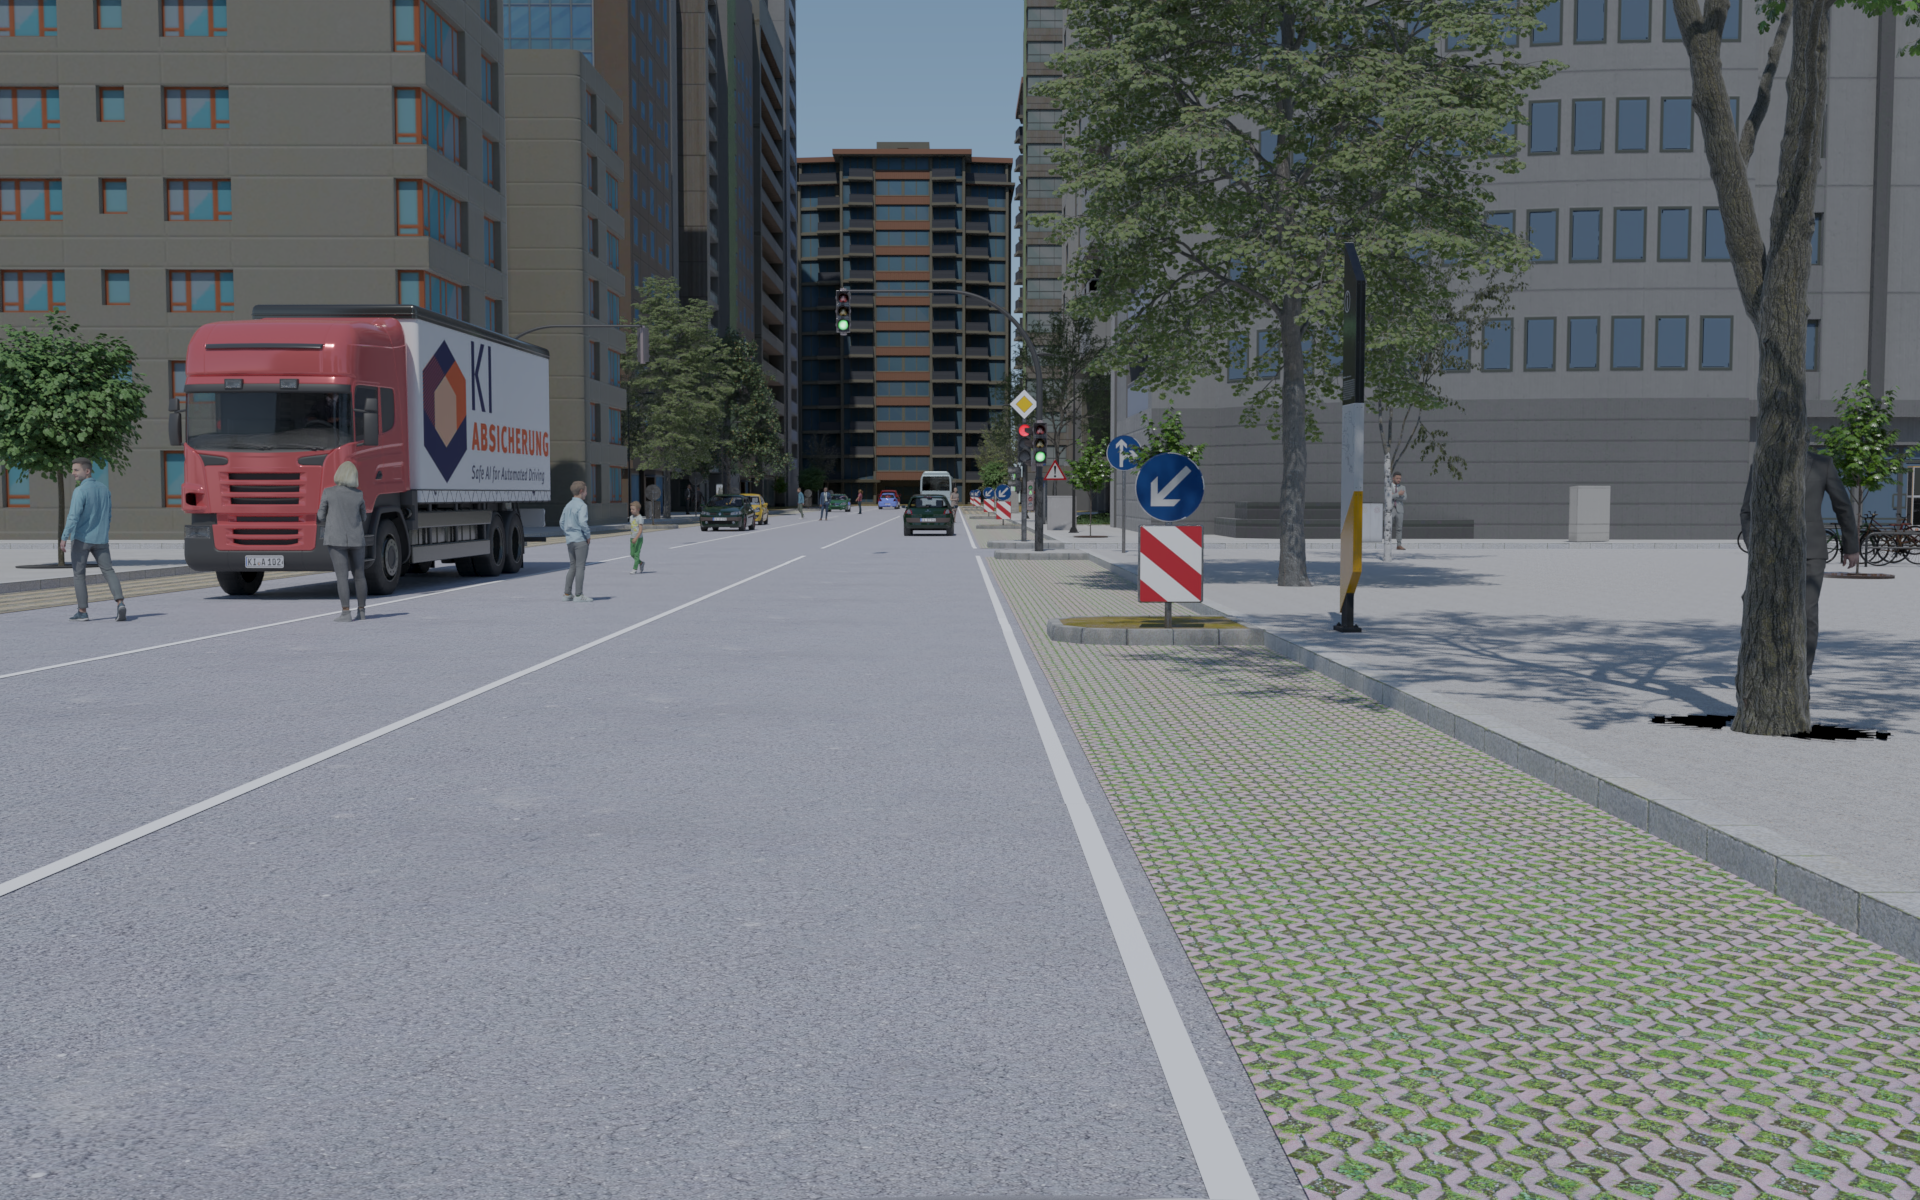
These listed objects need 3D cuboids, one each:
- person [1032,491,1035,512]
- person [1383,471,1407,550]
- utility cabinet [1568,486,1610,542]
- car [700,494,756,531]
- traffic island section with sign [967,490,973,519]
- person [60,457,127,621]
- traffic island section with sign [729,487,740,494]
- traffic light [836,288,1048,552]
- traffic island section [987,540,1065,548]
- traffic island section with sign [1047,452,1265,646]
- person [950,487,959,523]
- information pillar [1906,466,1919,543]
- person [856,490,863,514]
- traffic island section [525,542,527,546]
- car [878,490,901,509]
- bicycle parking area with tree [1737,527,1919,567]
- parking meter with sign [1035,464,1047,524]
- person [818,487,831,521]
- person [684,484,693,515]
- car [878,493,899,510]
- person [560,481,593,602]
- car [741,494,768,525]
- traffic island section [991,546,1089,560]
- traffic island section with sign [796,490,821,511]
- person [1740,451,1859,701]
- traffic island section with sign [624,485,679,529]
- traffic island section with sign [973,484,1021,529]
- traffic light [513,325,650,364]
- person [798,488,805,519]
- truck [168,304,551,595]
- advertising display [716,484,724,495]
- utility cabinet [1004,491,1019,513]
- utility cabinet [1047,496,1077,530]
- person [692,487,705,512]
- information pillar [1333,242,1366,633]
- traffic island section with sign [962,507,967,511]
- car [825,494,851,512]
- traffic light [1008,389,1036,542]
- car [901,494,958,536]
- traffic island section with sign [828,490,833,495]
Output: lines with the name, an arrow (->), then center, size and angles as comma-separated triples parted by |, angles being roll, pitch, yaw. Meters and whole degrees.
person -> 5.213, -7.295, 125.247 | 1.348, 1.831, 0.705 | 2, 4, 29
person -> 9.974, -2.044, 39.644 | 0.511, 1.800, 0.466 | -1, 4, -14
utility cabinet -> 16.827, -2.302, 46.318 | 1.173, 1.500, 0.318 | -2, 4, -26
car -> -9.086, -3.551, 67.850 | 2.009, 1.686, 4.222 | 0, 4, 1
traffic island section with sign -> 1.538, -5.557, 99.487 | 1.989, 1.847, 2.006 | 0, 4, 0
person -> -9.738, -0.677, 19.430 | 0.748, 1.841, 0.638 | 2, 4, 30
traffic island section with sign -> -12.777, -5.482, 98.257 | 1.989, 1.847, 2.006 | 0, 4, 0
traffic light -> -0.350, -3.904, 38.504 | 4.771, 5.953, 1.251 | 0, 4, 0
traffic island section -> 1.749, -1.497, 46.753 | 2.009, 0.180, 2.903 | 0, 4, 0
traffic island section with sign -> 1.882, -0.525, 17.209 | 1.989, 1.847, 2.006 | 0, 4, 0
person -> -0.264, -4.705, 85.763 | 0.599, 1.781, 0.374 | -2, 4, -32
information pillar -> 25.253, -2.527, 45.801 | 0.304, 2.012, 0.304 | 0, 4, 2
person -> -7.210, -6.992, 123.540 | 0.721, 1.743, 1.217 | 1, 4, 13
traffic island section -> -12.892, -1.493, 46.698 | 2.009, 0.180, 2.903 | 0, 4, 0
car -> -6.850, -9.717, 167.548 | 2.281, 1.827, 5.304 | 0, 4, -1
bicycle parking area with tree -> 19.577, -2.810, 32.946 | 9.016, 4.147, 8.231 | 2, 4, 28
parking meter with sign -> 3.479, -4.718, 73.401 | 0.543, 3.016, 1.738 | 1, 4, 11
person -> -7.327, -5.209, 93.850 | 0.721, 1.800, 0.419 | 0, 4, -5
person -> -16.937, -6.288, 108.212 | 0.474, 1.900, 0.648 | 0, 4, 6
car -> -6.690, -9.329, 162.124 | 1.945, 1.707, 3.694 | 0, 4, 1
person -> -5.067, -0.776, 22.994 | 0.330, 1.601, 0.589 | -3, 4, -36
car -> -9.911, -4.304, 80.588 | 2.015, 1.641, 3.980 | 0, 4, -1
traffic island section -> 1.782, -1.008, 38.768 | 2.009, 0.180, 2.903 | 0, 4, 0
traffic island section with sign -> -12.982, -8.552, 148.458 | 1.989, 1.847, 2.006 | 0, 4, 0
person -> 5.207, -0.306, 10.820 | 0.659, 1.850, 0.755 | 2, 4, 35
traffic island section with sign -> -12.662, -3.833, 71.302 | 1.989, 1.847, 2.006 | 0, 4, 0
traffic island section with sign -> 1.658, -3.836, 71.351 | 1.989, 1.847, 2.006 | 0, 4, 0
traffic light -> -10.761, -4.400, 46.607 | 4.771, 5.953, 1.251 | 0, 4, 0
person -> -9.077, -5.517, 99.045 | 0.444, 1.785, 0.601 | -1, 4, -10
truck -> -9.200, -2.386, 27.927 | 2.839, 4.237, 11.283 | 0, 4, 1
advertising display -> -15.061, -6.337, 108.820 | 0.123, 1.923, 0.974 | -2, 4, -34
utility cabinet -> 3.346, -6.472, 114.493 | 0.318, 1.500, 1.173 | -3, 5, -44
utility cabinet -> 3.606, -3.063, 61.235 | 1.020, 1.237, 0.306 | 2, 4, 26
person -> -18.558, -7.114, 122.904 | 0.990, 1.755, 0.434 | 1, 4, 21
information pillar -> 3.623, -1.507, 15.997 | 0.183, 3.616, 0.504 | 0, 4, -2
traffic island section with sign -> 1.340, -8.555, 148.506 | 1.989, 1.847, 2.006 | 0, 4, 0
car -> -9.799, -7.788, 139.139 | 2.131, 1.459, 4.920 | 0, 4, 0
traffic light -> 1.709, -3.530, 46.639 | 0.839, 4.253, 0.868 | 0, 4, 0
car -> -1.067, -3.101, 60.482 | 2.009, 1.686, 4.222 | 0, 4, 0
traffic island section with sign -> -13.090, -10.201, 175.413 | 1.989, 1.847, 2.006 | 0, 4, 0
